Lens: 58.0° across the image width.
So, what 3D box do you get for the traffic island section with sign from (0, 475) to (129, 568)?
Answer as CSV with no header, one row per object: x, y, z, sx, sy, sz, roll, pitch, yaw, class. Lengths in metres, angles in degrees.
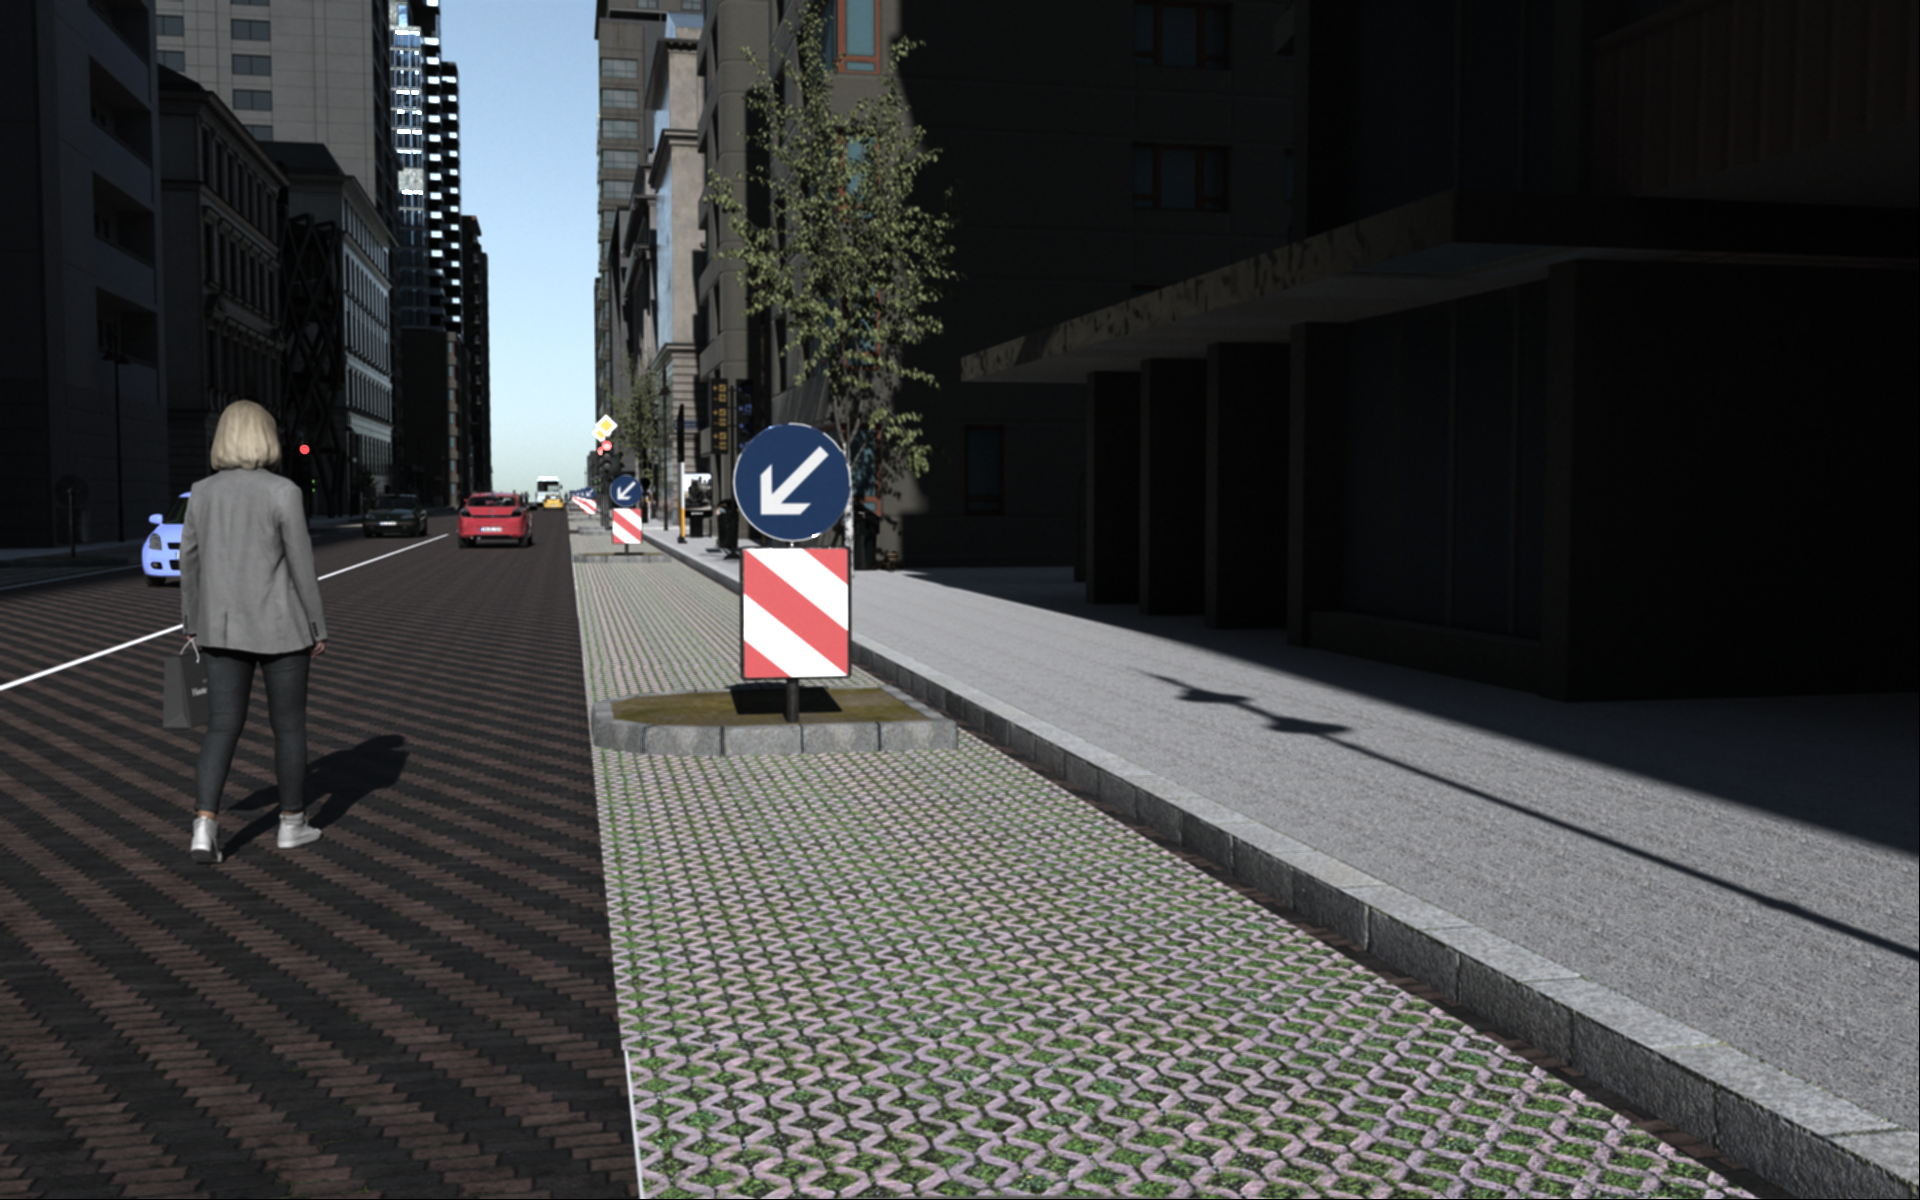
-17.799,-1.586,34.553,1.989,1.847,2.006,-1,4,-13,traffic island section with sign

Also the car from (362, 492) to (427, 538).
-18.898,-2.948,57.985,2.009,1.686,4.222,-1,4,-11,car

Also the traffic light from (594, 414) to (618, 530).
-12.452,-4.407,60.977,0.839,4.253,0.868,-1,4,-13,traffic light

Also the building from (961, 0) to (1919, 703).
13.649,-21.675,9.014,22.147,44.769,28.867,-1,4,-13,building

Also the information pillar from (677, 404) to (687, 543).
-7.277,-3.293,45.193,0.183,3.616,0.504,-1,4,-21,information pillar

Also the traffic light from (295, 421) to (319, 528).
-25.007,-4.733,66.301,0.839,4.253,0.868,-1,4,-13,traffic light

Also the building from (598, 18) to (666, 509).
-24.813,-28.788,154.279,14.154,41.232,14.086,-1,4,-13,building

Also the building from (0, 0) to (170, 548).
-37.167,-30.735,44.517,28.212,58.520,21.231,-1,4,-13,building

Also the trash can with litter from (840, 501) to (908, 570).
-1.455,-1.099,29.349,1.055,1.170,0.624,-2,4,-27,trash can with litter

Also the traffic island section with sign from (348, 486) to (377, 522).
-30.028,-4.869,88.235,1.989,1.847,2.006,-1,4,-13,traffic island section with sign

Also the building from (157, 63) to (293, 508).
-35.100,-12.752,73.119,10.561,19.102,19.286,-1,4,-13,building

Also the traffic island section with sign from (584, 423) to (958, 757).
-1.199,-0.107,10.376,1.989,1.847,2.006,-1,4,-13,traffic island section with sign

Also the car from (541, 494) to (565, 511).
-35.437,-8.603,150.879,2.015,1.641,3.980,-1,4,-14,car

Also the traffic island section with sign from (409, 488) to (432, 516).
-36.018,-6.477,114.527,1.989,1.847,2.006,-1,4,-13,traffic island section with sign

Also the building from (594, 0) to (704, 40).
-21.923,-35.879,175.864,28.713,52.752,27.495,-1,4,-13,building

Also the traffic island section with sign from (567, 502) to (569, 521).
-19.598,-5.047,91.144,1.989,1.847,2.006,-1,4,-13,traffic island section with sign

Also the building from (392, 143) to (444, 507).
-67.696,-29.126,168.093,32.217,40.220,23.993,-1,4,-13,building

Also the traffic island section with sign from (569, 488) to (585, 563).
-7.190,-1.714,36.660,1.989,1.847,2.006,-1,4,-13,traffic island section with sign

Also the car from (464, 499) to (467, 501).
-30.711,-6.245,111.142,2.155,1.783,4.494,-1,4,-13,car

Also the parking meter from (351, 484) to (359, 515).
-36.274,-6.000,103.813,0.399,1.863,0.255,1,4,15,parking meter

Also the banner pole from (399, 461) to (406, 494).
-41.540,-8.517,129.267,0.401,3.779,0.863,1,4,23,banner pole

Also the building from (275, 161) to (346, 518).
-41.479,-13.671,90.967,16.820,18.784,16.811,-1,4,-13,building

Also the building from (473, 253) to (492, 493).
-84.679,-36.728,284.091,14.154,41.232,14.086,-1,4,-13,building

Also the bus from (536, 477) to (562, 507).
-46.748,-12.356,196.884,2.948,3.499,13.247,-1,4,-13,bus

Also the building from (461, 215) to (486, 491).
-83.770,-37.145,261.942,22.147,44.769,28.867,-1,4,-13,building

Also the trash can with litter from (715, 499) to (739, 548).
-5.604,-1.818,41.116,0.624,1.170,1.055,-1,4,-20,trash can with litter

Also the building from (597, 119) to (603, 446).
-31.056,-35.735,203.867,23.786,49.044,30.456,-1,4,-13,building

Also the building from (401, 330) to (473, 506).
-70.293,-21.443,195.638,27.650,21.520,28.899,-1,4,-13,building

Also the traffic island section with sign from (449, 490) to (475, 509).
-47.287,-9.503,163.995,1.989,1.847,2.006,-1,4,-13,traffic island section with sign

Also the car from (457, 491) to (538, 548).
-12.695,-2.348,47.438,2.155,1.783,4.494,-1,4,-11,car

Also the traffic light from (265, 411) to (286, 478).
-23.234,-4.256,58.514,0.839,4.253,0.868,-1,4,-13,traffic light

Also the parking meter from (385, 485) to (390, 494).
-36.811,-6.465,111.413,0.255,1.863,0.399,0,4,3,parking meter

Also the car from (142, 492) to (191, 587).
-11.994,-1.130,28.075,1.945,1.707,3.694,-1,4,-11,car

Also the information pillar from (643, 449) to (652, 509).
-16.055,-5.967,88.920,0.504,3.616,0.183,1,4,18,information pillar

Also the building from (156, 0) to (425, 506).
-56.911,-43.309,146.356,20.563,71.187,20.611,-1,4,-13,building

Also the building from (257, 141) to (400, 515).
-48.195,-17.487,119.203,16.112,22.955,30.059,-1,4,-13,building

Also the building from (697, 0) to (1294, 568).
8.038,-12.304,46.204,27.650,21.520,28.899,-1,4,-13,building

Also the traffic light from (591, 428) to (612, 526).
-14.225,-4.883,68.764,0.839,4.253,0.868,-1,4,-13,traffic light

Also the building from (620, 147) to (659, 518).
-13.037,-15.987,103.191,13.314,21.916,24.055,-1,4,-13,building

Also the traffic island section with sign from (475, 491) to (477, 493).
-53.265,-11.110,190.282,1.989,1.847,2.006,-1,4,-13,traffic island section with sign

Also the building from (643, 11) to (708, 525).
3.575,-15.902,79.077,34.723,24.649,14.460,-1,4,-13,building

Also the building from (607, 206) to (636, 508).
-18.699,-18.988,129.517,14.314,24.678,30.058,-1,4,-13,building
